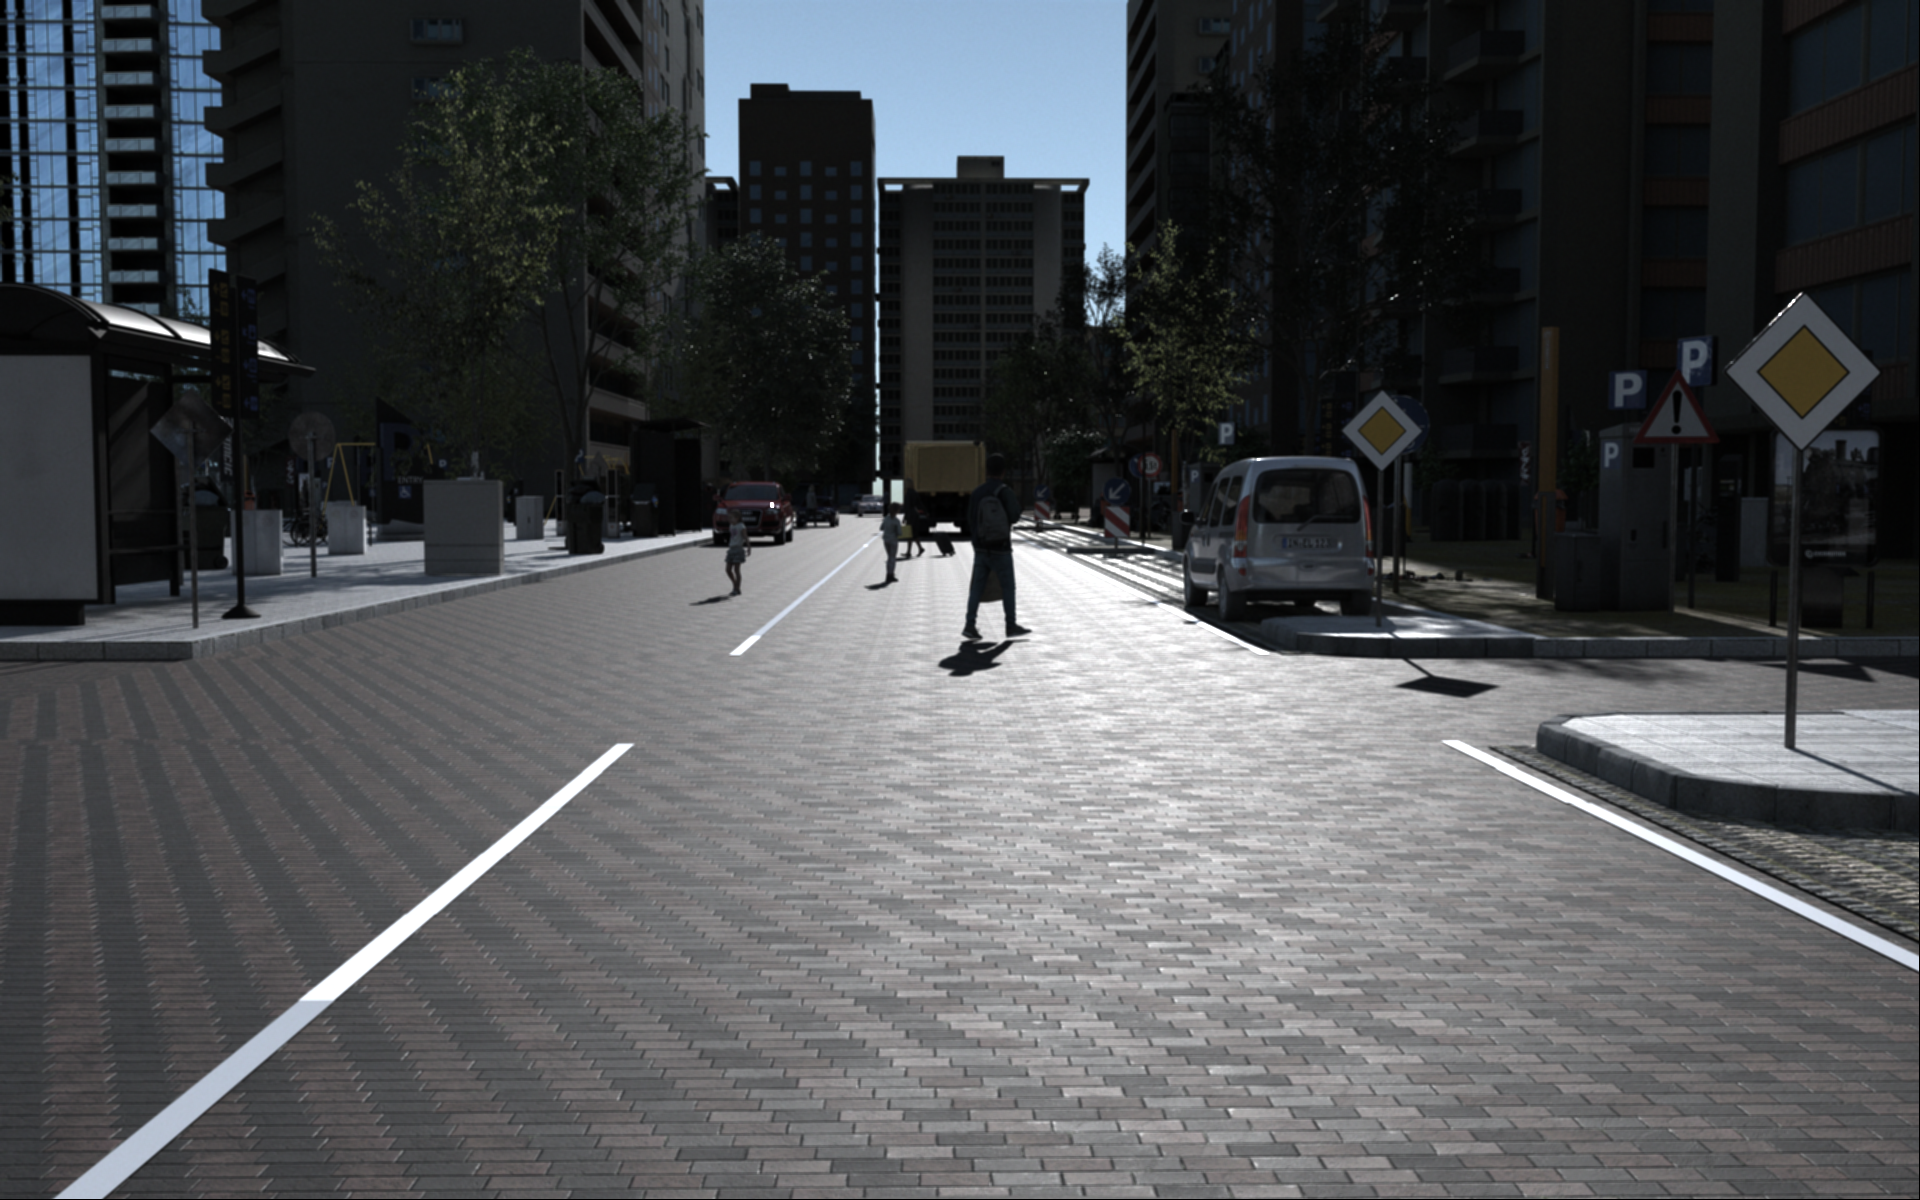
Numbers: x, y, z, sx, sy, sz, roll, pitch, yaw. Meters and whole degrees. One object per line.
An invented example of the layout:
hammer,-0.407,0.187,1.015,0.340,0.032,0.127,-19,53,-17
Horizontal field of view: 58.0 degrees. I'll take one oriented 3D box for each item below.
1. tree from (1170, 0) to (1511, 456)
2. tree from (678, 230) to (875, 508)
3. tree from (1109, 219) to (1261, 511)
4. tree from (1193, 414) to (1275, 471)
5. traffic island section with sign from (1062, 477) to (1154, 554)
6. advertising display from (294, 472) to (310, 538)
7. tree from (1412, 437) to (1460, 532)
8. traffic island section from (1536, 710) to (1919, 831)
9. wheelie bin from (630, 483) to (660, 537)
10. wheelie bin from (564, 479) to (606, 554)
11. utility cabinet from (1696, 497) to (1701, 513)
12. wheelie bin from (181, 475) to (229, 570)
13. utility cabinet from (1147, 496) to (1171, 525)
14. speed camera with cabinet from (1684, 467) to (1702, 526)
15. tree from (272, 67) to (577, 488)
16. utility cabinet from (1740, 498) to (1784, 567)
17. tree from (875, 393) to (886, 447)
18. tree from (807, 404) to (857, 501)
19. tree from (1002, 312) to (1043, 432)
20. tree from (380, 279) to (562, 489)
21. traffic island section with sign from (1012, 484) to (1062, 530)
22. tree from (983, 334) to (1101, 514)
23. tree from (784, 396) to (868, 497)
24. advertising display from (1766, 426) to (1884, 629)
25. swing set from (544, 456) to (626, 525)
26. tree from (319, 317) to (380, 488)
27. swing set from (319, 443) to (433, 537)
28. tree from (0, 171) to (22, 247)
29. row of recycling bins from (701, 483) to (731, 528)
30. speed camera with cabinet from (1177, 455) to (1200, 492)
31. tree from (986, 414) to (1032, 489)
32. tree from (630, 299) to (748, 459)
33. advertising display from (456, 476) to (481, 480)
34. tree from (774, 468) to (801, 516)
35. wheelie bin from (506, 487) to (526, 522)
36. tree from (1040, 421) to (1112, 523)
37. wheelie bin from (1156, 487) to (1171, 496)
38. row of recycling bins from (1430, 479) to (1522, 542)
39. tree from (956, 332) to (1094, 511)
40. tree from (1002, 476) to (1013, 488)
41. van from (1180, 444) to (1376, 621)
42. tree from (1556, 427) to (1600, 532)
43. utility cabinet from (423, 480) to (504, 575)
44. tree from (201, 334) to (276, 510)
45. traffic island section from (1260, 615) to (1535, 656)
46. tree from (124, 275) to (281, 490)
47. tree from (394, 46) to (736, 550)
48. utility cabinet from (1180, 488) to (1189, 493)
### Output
tree,6.743,-5.970,32.017,7.601,10.594,8.767,-1,4,-19
tree,-9.168,-10.833,83.773,9.857,13.997,8.962,0,3,0
tree,6.038,-5.857,46.126,4.360,8.622,3.978,0,3,0
tree,11.275,-5.361,71.358,4.285,4.588,4.351,0,3,0
traffic island section with sign,3.603,-2.033,41.872,1.989,1.847,2.006,0,4,-1
advertising display,-19.197,-2.782,50.704,0.123,1.923,0.974,0,4,3
tree,15.802,-3.913,58.573,1.663,3.219,1.824,0,3,0
traffic island section,4.215,0.826,8.769,2.009,0.180,2.903,0,4,-1
wheelie bin,-9.386,-2.679,51.708,0.980,1.594,0.693,1,4,18
wheelie bin,-8.017,-1.782,37.050,0.980,1.594,0.693,1,4,18
utility cabinet,22.399,-2.526,52.466,0.306,1.237,1.020,2,4,24
wheelie bin,-12.884,-1.316,29.432,0.980,1.594,0.693,3,4,36
utility cabinet,8.346,-3.744,72.368,1.020,1.237,0.306,2,4,24
speed camera with cabinet,25.749,-3.946,58.848,2.038,3.252,0.660,3,5,44
tree,-8.581,-4.851,29.680,4.360,8.622,3.978,0,3,0
utility cabinet,14.147,-1.194,30.681,1.020,1.237,0.306,1,4,20
tree,-11.308,-15.404,158.512,9.857,13.997,8.962,0,3,0
tree,-10.300,-11.407,136.864,4.737,8.622,4.395,0,3,0
tree,5.901,-7.899,63.566,8.767,10.594,7.601,0,4,-4
tree,-15.736,-6.527,57.080,4.737,8.622,4.395,0,3,0
traffic island section with sign,3.099,-3.682,68.823,1.989,1.847,2.006,0,4,-1
tree,5.205,-11.265,109.937,9.928,11.665,9.643,0,3,0
tree,-11.524,-13.066,148.046,7.601,10.594,8.767,-1,4,-23
advertising display,8.261,-0.695,16.573,0.974,1.923,0.123,1,4,15
swing set,-15.301,-4.520,71.516,2.862,2.851,3.119,-3,5,-41
tree,-23.436,-7.332,70.235,4.737,8.622,4.395,0,3,0
swing set,-17.798,-3.393,53.092,3.119,2.851,2.862,0,4,6
tree,-16.233,-4.559,24.901,4.737,8.622,4.395,0,3,0
row of recycling bins,-10.122,-3.622,66.331,3.534,1.692,1.069,-2,4,-24
speed camera with cabinet,11.347,-5.674,87.103,2.038,3.252,0.660,0,4,1
tree,4.203,-12.394,153.011,4.737,8.622,4.395,0,3,0
tree,-10.060,-6.979,64.467,4.737,8.622,4.395,0,3,0
advertising display,-17.541,-3.471,61.963,0.974,1.923,0.123,-2,4,-27
tree,-10.323,-6.640,103.160,1.663,3.219,1.824,0,3,0
wheelie bin,-20.050,-4.305,78.298,0.693,1.594,0.980,1,4,21
tree,5.195,-5.767,77.999,4.285,4.588,4.351,0,3,0
wheelie bin,8.798,-4.072,74.485,0.693,1.594,0.980,2,4,28
row of recycling bins,14.374,-2.499,47.978,3.534,1.692,1.069,-3,4,-38
tree,4.838,-13.418,129.757,12.009,13.543,11.850,0,3,0
tree,4.213,-10.508,166.403,1.663,3.219,1.824,0,3,0
van,3.728,-0.841,20.764,2.013,2.044,4.112,0,4,-1
tree,17.913,-3.397,50.142,1.663,3.219,1.824,0,3,0
utility cabinet,-7.801,-1.136,27.250,1.173,1.500,0.318,0,4,0
tree,-30.082,-7.534,73.542,4.360,8.622,3.978,0,3,0
traffic island section,4.066,0.338,16.753,2.009,0.180,2.903,0,4,-1
tree,-25.181,-6.629,58.747,4.737,8.622,4.395,0,3,0
tree,-9.000,-6.986,39.975,9.928,11.665,9.643,0,3,0
utility cabinet,8.536,-3.292,62.507,1.173,1.500,0.318,2,4,29
